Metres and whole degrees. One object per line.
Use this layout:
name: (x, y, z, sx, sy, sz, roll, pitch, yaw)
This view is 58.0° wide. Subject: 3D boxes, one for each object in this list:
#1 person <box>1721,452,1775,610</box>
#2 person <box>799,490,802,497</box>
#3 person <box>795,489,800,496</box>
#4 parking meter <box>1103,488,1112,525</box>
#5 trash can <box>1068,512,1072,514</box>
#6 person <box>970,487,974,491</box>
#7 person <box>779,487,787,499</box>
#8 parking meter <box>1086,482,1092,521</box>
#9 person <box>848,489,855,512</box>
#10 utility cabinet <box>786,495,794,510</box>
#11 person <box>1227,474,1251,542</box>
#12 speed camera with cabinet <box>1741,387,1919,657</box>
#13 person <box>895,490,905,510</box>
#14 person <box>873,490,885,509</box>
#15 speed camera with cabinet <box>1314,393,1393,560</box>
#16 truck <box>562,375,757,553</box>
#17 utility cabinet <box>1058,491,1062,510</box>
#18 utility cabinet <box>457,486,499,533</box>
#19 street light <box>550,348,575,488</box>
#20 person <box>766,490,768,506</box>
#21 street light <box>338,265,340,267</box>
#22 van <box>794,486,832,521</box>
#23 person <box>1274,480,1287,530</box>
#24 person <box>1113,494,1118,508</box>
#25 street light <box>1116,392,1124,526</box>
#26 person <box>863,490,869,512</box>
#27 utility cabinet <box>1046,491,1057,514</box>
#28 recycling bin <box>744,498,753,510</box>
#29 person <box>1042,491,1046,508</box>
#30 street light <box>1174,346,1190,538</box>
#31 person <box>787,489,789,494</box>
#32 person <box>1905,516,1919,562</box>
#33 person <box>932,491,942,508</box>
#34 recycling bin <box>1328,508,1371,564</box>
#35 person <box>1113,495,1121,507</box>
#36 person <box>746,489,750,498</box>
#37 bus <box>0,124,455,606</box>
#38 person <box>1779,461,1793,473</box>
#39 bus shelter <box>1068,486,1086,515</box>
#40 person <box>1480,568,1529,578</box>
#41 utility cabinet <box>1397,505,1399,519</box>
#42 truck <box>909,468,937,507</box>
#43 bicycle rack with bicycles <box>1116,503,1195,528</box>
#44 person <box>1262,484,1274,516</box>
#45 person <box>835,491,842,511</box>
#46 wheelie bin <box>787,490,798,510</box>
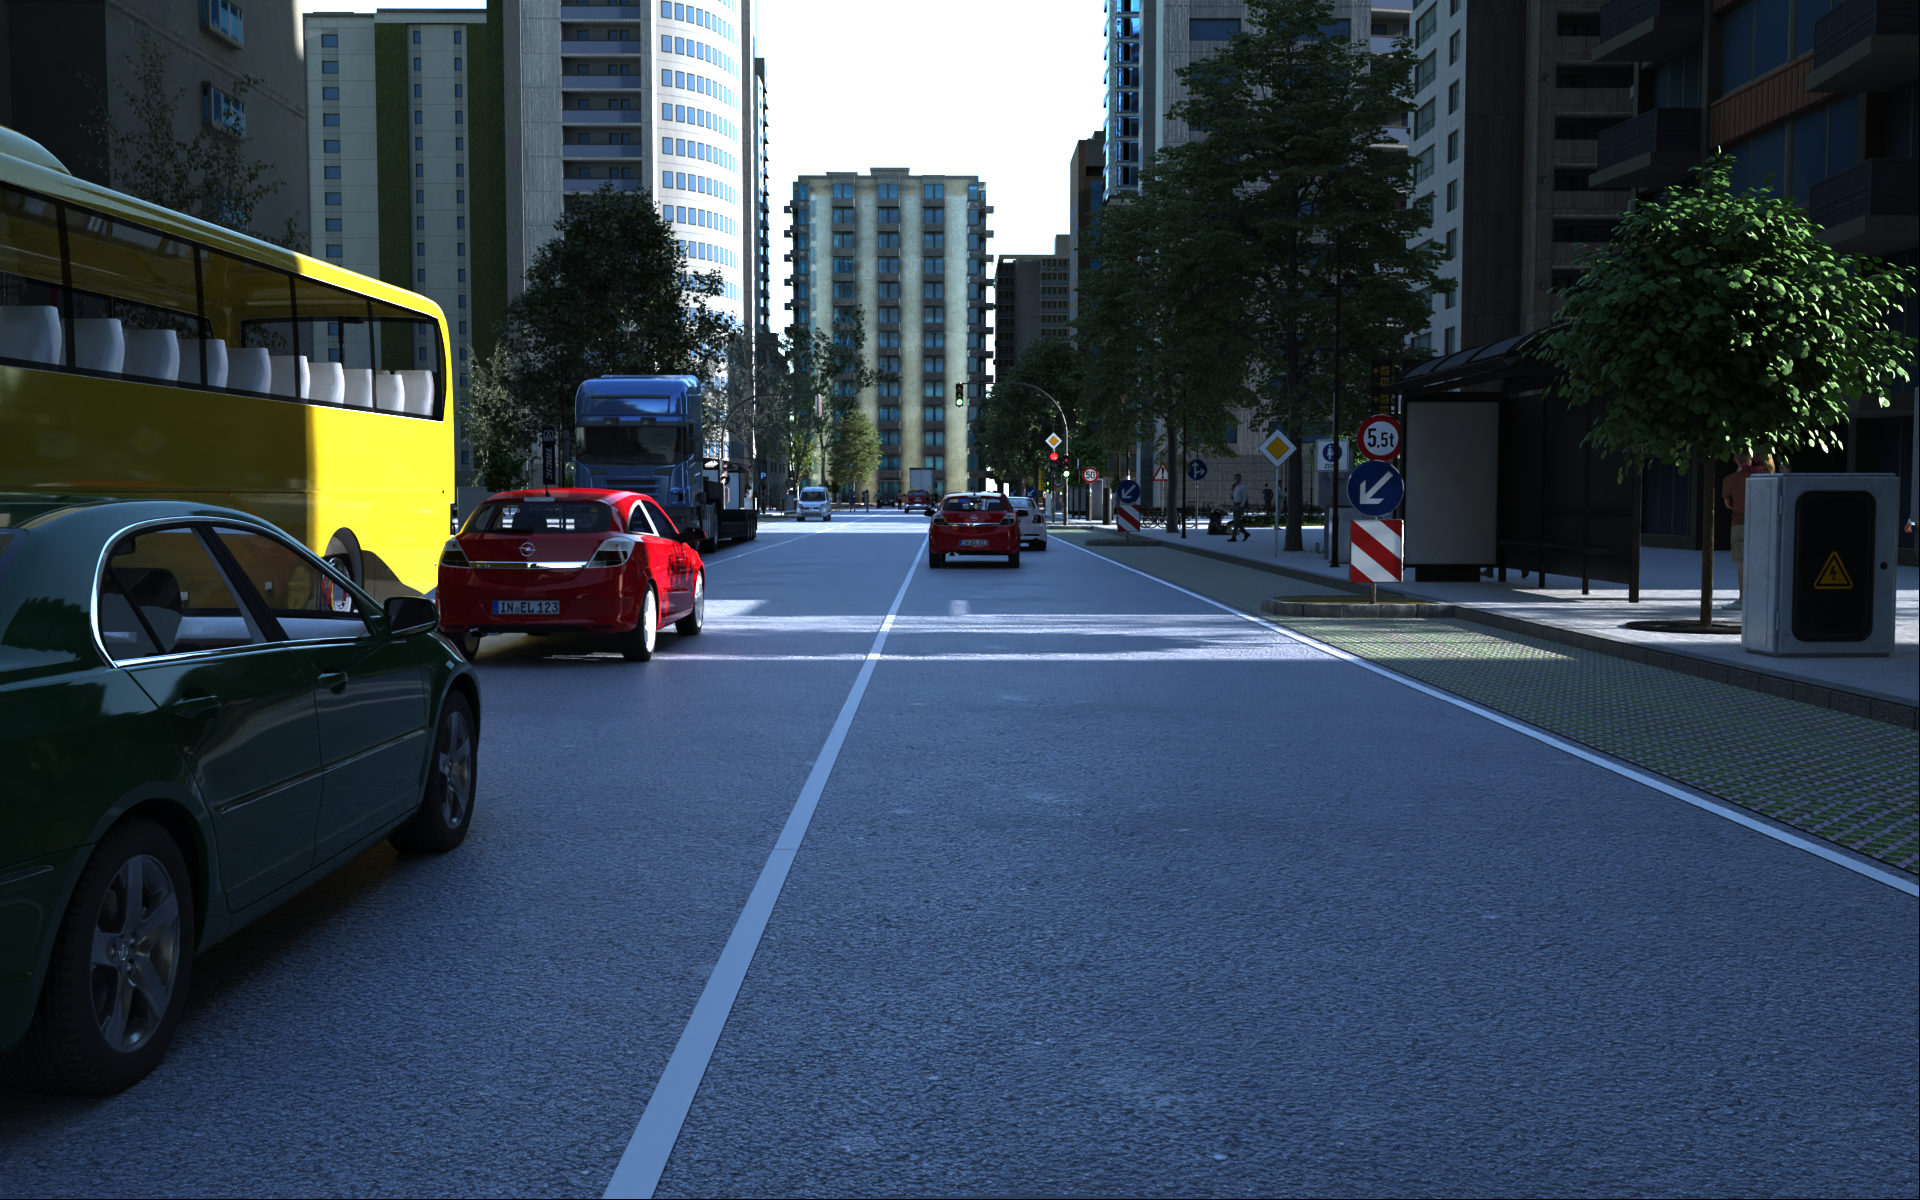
person: (8.804, -0.807, 19.211, 0.580, 1.828, 0.573, -3, 4, -36)
person: (-19.838, -12.868, 216.301, 0.709, 1.838, 0.599, 0, 4, -1)
person: (-15.513, -9.575, 162.225, 1.348, 1.869, 0.705, -2, 4, -26)
parking meter: (6.075, -3.858, 71.490, 0.372, 1.533, 0.369, 0, 3, 0)
trash can: (7.018, -5.991, 109.611, 0.748, 1.137, 0.748, 0, 3, 0)
person: (0.667, -5.506, 98.329, 0.447, 1.846, 0.655, -1, 4, -19)
person: (-13.596, -7.777, 133.221, 0.660, 1.820, 0.620, -1, 4, -20)
parking meter: (6.161, -4.720, 82.887, 0.255, 1.863, 0.399, 1, 4, 9)
person: (-8.559, -7.858, 136.999, 0.581, 1.822, 0.654, -3, 4, -38)
utility cabinet: (-13.482, -7.727, 137.495, 0.306, 1.237, 1.020, 1, 4, 18)
person: (7.521, -2.488, 46.818, 0.850, 1.850, 0.679, -2, 4, -28)
speed camera with cabinet: (7.380, -1.188, 13.767, 2.038, 3.252, 0.660, 0, 4, -2)
person: (-5.555, -9.298, 160.538, 1.348, 1.823, 0.705, 3, 4, 36)
person: (-7.935, -9.822, 169.073, 1.348, 1.826, 0.705, 2, 4, 24)
speed camera with cabinet: (8.024, -2.426, 33.996, 2.038, 3.252, 0.660, 0, 4, 3)
truck: (-7.237, -3.377, 44.973, 2.967, 4.110, 18.799, 0, 4, -2)
utility cabinet: (7.809, -7.966, 138.924, 1.173, 1.500, 0.318, -2, 4, -28)
utility cabinet: (-13.899, -2.529, 50.034, 1.173, 1.500, 0.318, -1, 4, -23)
street light: (-12.568, -5.019, 54.855, 0.468, 5.910, 1.993, 0, 4, 0)
person: (-20.496, -10.711, 181.878, 0.721, 1.736, 1.217, 1, 4, 20)
street light: (-12.503, -3.809, 35.065, 0.468, 5.910, 1.993, 0, 4, 0)
van: (-7.768, -5.204, 92.100, 2.013, 2.044, 4.112, 0, 4, -1)
person: (11.519, -3.426, 62.232, 0.466, 1.800, 0.511, 0, 4, -3)
person: (13.690, -8.891, 151.675, 0.793, 1.790, 0.793, 3, 5, 42)
street light: (6.395, -5.922, 69.609, 0.468, 5.910, 1.993, 0, 4, 0)
person: (-7.318, -7.710, 134.922, 0.532, 1.782, 0.716, 1, 4, 8)
utility cabinet: (5.848, -6.313, 111.889, 0.318, 1.500, 1.173, -1, 4, -14)
recycling bin: (-14.190, -6.403, 117.238, 0.722, 1.027, 0.722, 0, 4, 1)
person: (7.999, -9.625, 163.426, 0.705, 1.823, 1.348, 1, 4, 19)
street light: (6.496, -4.729, 50.101, 0.468, 5.910, 1.993, 0, 4, 0)
person: (-15.599, -9.172, 156.944, 0.756, 1.711, 0.436, -2, 4, -25)
person: (11.801, -0.923, 21.042, 0.836, 1.842, 0.656, -3, 5, -43)
person: (-2.425, -10.435, 179.626, 1.217, 1.766, 0.721, 2, 4, 29)
recycling bin: (7.251, -1.192, 32.049, 0.722, 1.027, 0.722, 0, 4, 0)
person: (12.911, -8.287, 141.814, 0.850, 1.792, 0.678, 0, 4, 1)
person: (-19.287, -9.223, 157.507, 0.551, 1.740, 0.621, 2, 4, 34)
bus: (-6.923, -1.306, 12.896, 2.896, 3.916, 12.252, 0, 4, 1)
person: (13.630, -1.379, 28.620, 0.581, 1.822, 0.654, 2, 4, 31)
bus shelter: (7.307, -6.602, 101.862, 2.014, 3.302, 5.546, 0, 4, 0)
person: (8.269, -1.254, 26.510, 0.622, 1.834, 0.822, -2, 4, -34)
utility cabinet: (8.775, -1.327, 32.856, 1.020, 1.237, 0.306, 0, 4, 2)
truck: (-4.043, -12.243, 189.083, 2.839, 4.237, 11.283, 0, 4, 1)
bicycle rack with bicycles: (7.498, -3.181, 65.392, 2.925, 0.926, 2.852, 1, 4, 13)
person: (18.138, -5.918, 102.157, 0.648, 1.900, 0.474, -1, 4, -14)
person: (-10.114, -8.264, 144.622, 0.512, 1.701, 0.522, -3, 4, -38)
wheelie bin: (-13.397, -7.990, 138.548, 0.980, 1.594, 0.693, 1, 4, 20)
